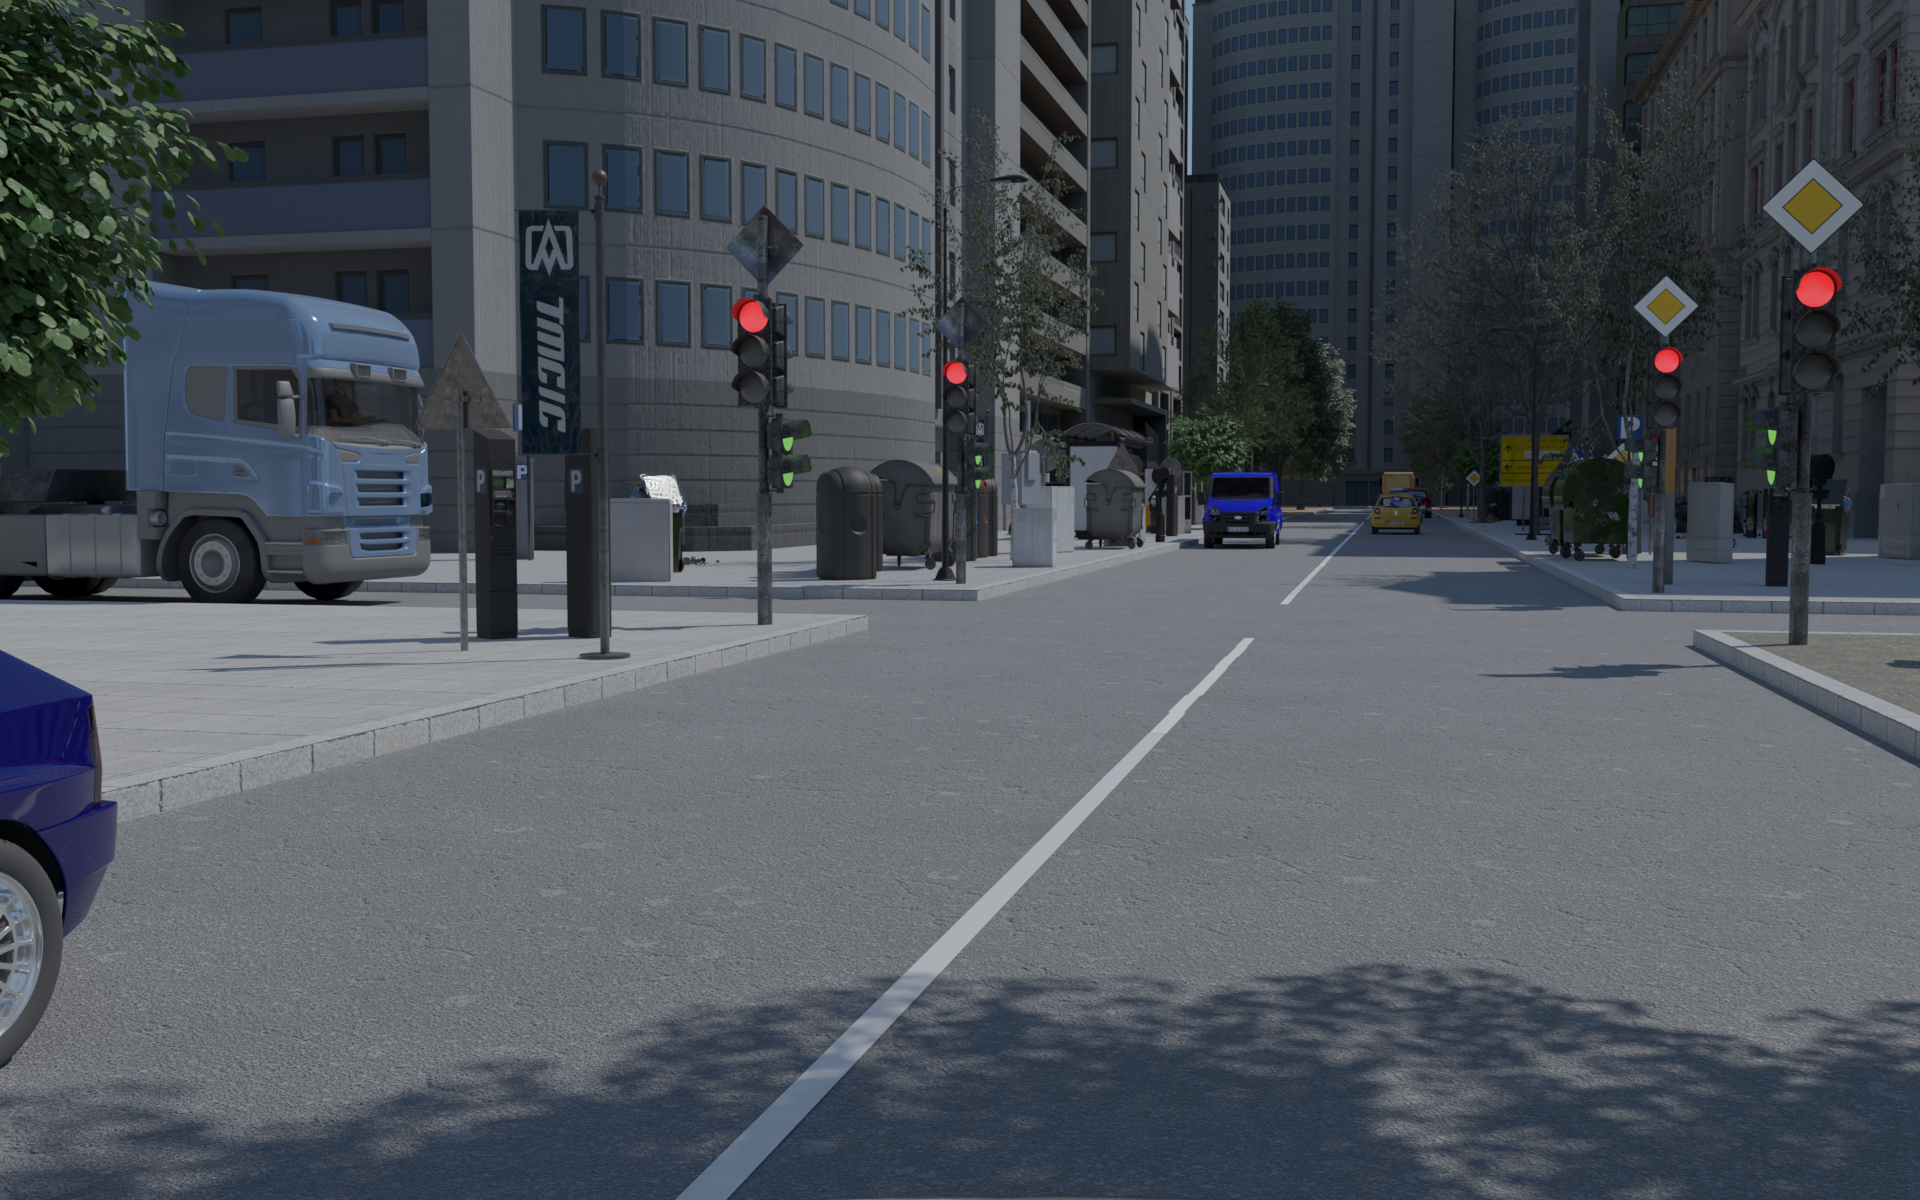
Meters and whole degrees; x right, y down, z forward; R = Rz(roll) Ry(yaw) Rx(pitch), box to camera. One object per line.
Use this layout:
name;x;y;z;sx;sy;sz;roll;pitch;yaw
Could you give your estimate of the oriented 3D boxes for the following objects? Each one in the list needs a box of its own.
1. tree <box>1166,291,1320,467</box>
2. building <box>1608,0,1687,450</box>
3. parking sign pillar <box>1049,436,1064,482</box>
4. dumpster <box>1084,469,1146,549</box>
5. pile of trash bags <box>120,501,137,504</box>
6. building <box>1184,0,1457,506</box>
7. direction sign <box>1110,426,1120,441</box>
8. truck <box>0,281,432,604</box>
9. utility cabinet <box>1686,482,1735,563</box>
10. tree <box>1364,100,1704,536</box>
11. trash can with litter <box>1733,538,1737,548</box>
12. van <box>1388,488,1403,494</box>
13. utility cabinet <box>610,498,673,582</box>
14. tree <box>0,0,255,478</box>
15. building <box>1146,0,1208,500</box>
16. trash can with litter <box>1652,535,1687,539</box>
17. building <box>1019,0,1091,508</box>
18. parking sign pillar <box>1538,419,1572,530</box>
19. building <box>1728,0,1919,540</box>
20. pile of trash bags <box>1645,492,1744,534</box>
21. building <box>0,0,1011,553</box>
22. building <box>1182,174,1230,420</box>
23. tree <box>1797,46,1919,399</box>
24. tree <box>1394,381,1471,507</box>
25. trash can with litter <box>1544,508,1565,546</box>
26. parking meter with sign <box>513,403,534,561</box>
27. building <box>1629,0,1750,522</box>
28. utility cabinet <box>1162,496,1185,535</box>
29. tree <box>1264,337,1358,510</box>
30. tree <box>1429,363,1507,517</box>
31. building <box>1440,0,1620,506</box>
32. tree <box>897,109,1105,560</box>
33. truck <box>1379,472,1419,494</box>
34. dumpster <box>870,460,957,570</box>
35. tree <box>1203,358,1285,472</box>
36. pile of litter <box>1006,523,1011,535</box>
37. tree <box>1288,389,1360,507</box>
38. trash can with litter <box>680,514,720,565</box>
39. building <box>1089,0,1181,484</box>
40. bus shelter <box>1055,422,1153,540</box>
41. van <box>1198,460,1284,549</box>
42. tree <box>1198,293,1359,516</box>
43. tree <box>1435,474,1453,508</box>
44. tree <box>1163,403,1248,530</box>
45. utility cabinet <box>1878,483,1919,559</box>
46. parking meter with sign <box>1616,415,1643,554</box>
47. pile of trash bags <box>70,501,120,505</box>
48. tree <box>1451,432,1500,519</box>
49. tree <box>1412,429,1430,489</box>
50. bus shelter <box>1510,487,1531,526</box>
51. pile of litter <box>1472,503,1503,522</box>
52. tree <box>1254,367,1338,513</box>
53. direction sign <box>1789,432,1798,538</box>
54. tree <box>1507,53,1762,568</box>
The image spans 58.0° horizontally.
tree;12.954;-8.869;79.422;7.601;10.594;8.767;1;4;9
building;44.719;-20.061;99.697;14.160;30.474;14.107;1;4;14
parking sign pillar;4.137;-5.564;79.443;1.447;3.967;1.447;3;5;43
dumpster;3.646;-2.148;40.872;1.264;1.857;1.865;1;4;14
pile of trash bags;-40.835;-4.811;88.404;3.447;1.369;1.912;2;4;29
building;40.770;-40.043;196.707;28.212;58.520;21.231;1;4;14
direction sign;5.165;-4.020;57.726;0.379;3.537;0.876;-1;4;-16
truck;-15.638;-2.110;24.261;18.799;4.110;2.967;1;4;16
utility cabinet;14.040;-1.451;32.397;0.318;1.500;1.173;0;4;-4
tree;17.954;-8.781;53.939;12.009;13.543;11.850;0;3;0
trash can with litter;18.296;-1.843;41.521;0.624;1.170;1.055;0;4;-4
van;29.949;-6.801;118.214;2.013;2.044;4.112;1;4;13
utility cabinet;-4.744;-0.872;25.418;1.020;1.237;0.306;0;4;-1
tree;-5.366;-1.525;8.653;4.285;4.588;4.351;0;3;0
building;9.349;-42.782;137.744;20.563;71.187;20.611;1;4;14
trash can with litter;20.957;-2.357;49.594;2.233;1.210;1.678;1;4;20
building;-5.589;-28.450;88.867;21.300;48.544;21.600;1;4;14
parking sign pillar;21.167;-4.493;61.938;1.447;3.967;1.447;-1;4;-18
building;33.907;-16.393;55.408;14.401;28.519;23.554;1;4;14
pile of trash bags;24.225;-2.914;57.391;1.912;1.369;3.447;-2;4;-31
building;-11.400;-31.091;50.335;21.231;58.520;28.212;1;4;14
building;17.561;-23.747;159.972;14.107;30.474;14.160;1;4;14
tree;15.726;-4.712;27.400;4.360;8.622;3.978;0;3;0
tree;46.566;-15.406;170.016;7.486;12.596;7.792;0;3;0
trash can with litter;14.801;-1.937;43.057;0.624;1.170;1.055;0;4;-1
parking meter with sign;-8.636;-2.310;34.033;0.543;3.016;1.738;-2;4;-25
building;38.790;-17.268;79.587;12.463;27.353;25.104;1;4;14
utility cabinet;6.727;-2.673;54.865;0.306;1.237;1.020;3;5;40
tree;28.018;-14.399;142.073;9.857;13.997;8.962;0;3;0
tree;29.133;-9.047;98.288;4.360;8.622;3.978;0;3;0
building;68.152;-39.580;189.136;28.212;58.520;21.231;1;4;14
tree;0.973;-5.065;33.169;4.360;8.622;3.978;0;3;0
truck;38.624;-9.584;152.625;3.469;3.379;9.791;1;4;15
dumpster;-0.829;-1.483;30.004;1.264;1.857;1.865;1;4;14
tree;14.862;-8.538;89.957;4.737;8.622;4.395;0;3;0
pile of litter;2.219;-2.474;54.422;1.719;0.858;1.176;-1;4;-13
tree;34.552;-15.211;166.829;7.486;12.596;7.792;0;3;0
trash can with litter;-5.237;-1.278;31.947;1.678;1.210;2.233;-1;4;-20
building;0.044;-32.198;115.672;28.713;52.752;27.495;1;4;14
bus shelter;4.330;-3.504;51.210;2.014;3.302;5.546;1;4;14
van;7.766;-2.629;47.376;2.240;2.365;5.245;1;4;13
tree;17.998;-11.147;99.262;9.611;12.733;9.660;0;3;0
tree;44.540;-10.124;160.126;1.663;3.219;1.824;0;3;0
tree;8.980;-4.844;62.910;4.285;4.588;4.351;0;3;0
utility cabinet;18.654;-1.568;34.313;0.318;1.500;1.173;0;4;0
parking meter with sign;14.576;-2.530;37.623;0.543;3.016;1.738;1;4;17
pile of trash bags;-40.953;-4.301;80.079;3.447;1.369;1.912;2;4;29
tree;26.907;-6.448;89.131;4.285;4.588;4.351;0;3;0
tree;39.781;-11.799;143.280;4.360;8.622;3.978;0;3;0
bus shelter;22.563;-4.521;67.847;2.014;3.302;5.546;1;4;14
pile of litter;24.817;-4.127;81.447;1.176;0.858;1.719;-1;4;-8
tree;21.886;-11.792;118.557;9.928;11.665;9.643;0;3;0
direction sign;24.255;-3.556;50.141;0.379;3.537;0.876;1;4;15
tree;11.669;-4.864;29.892;4.360;8.622;3.978;0;3;0
